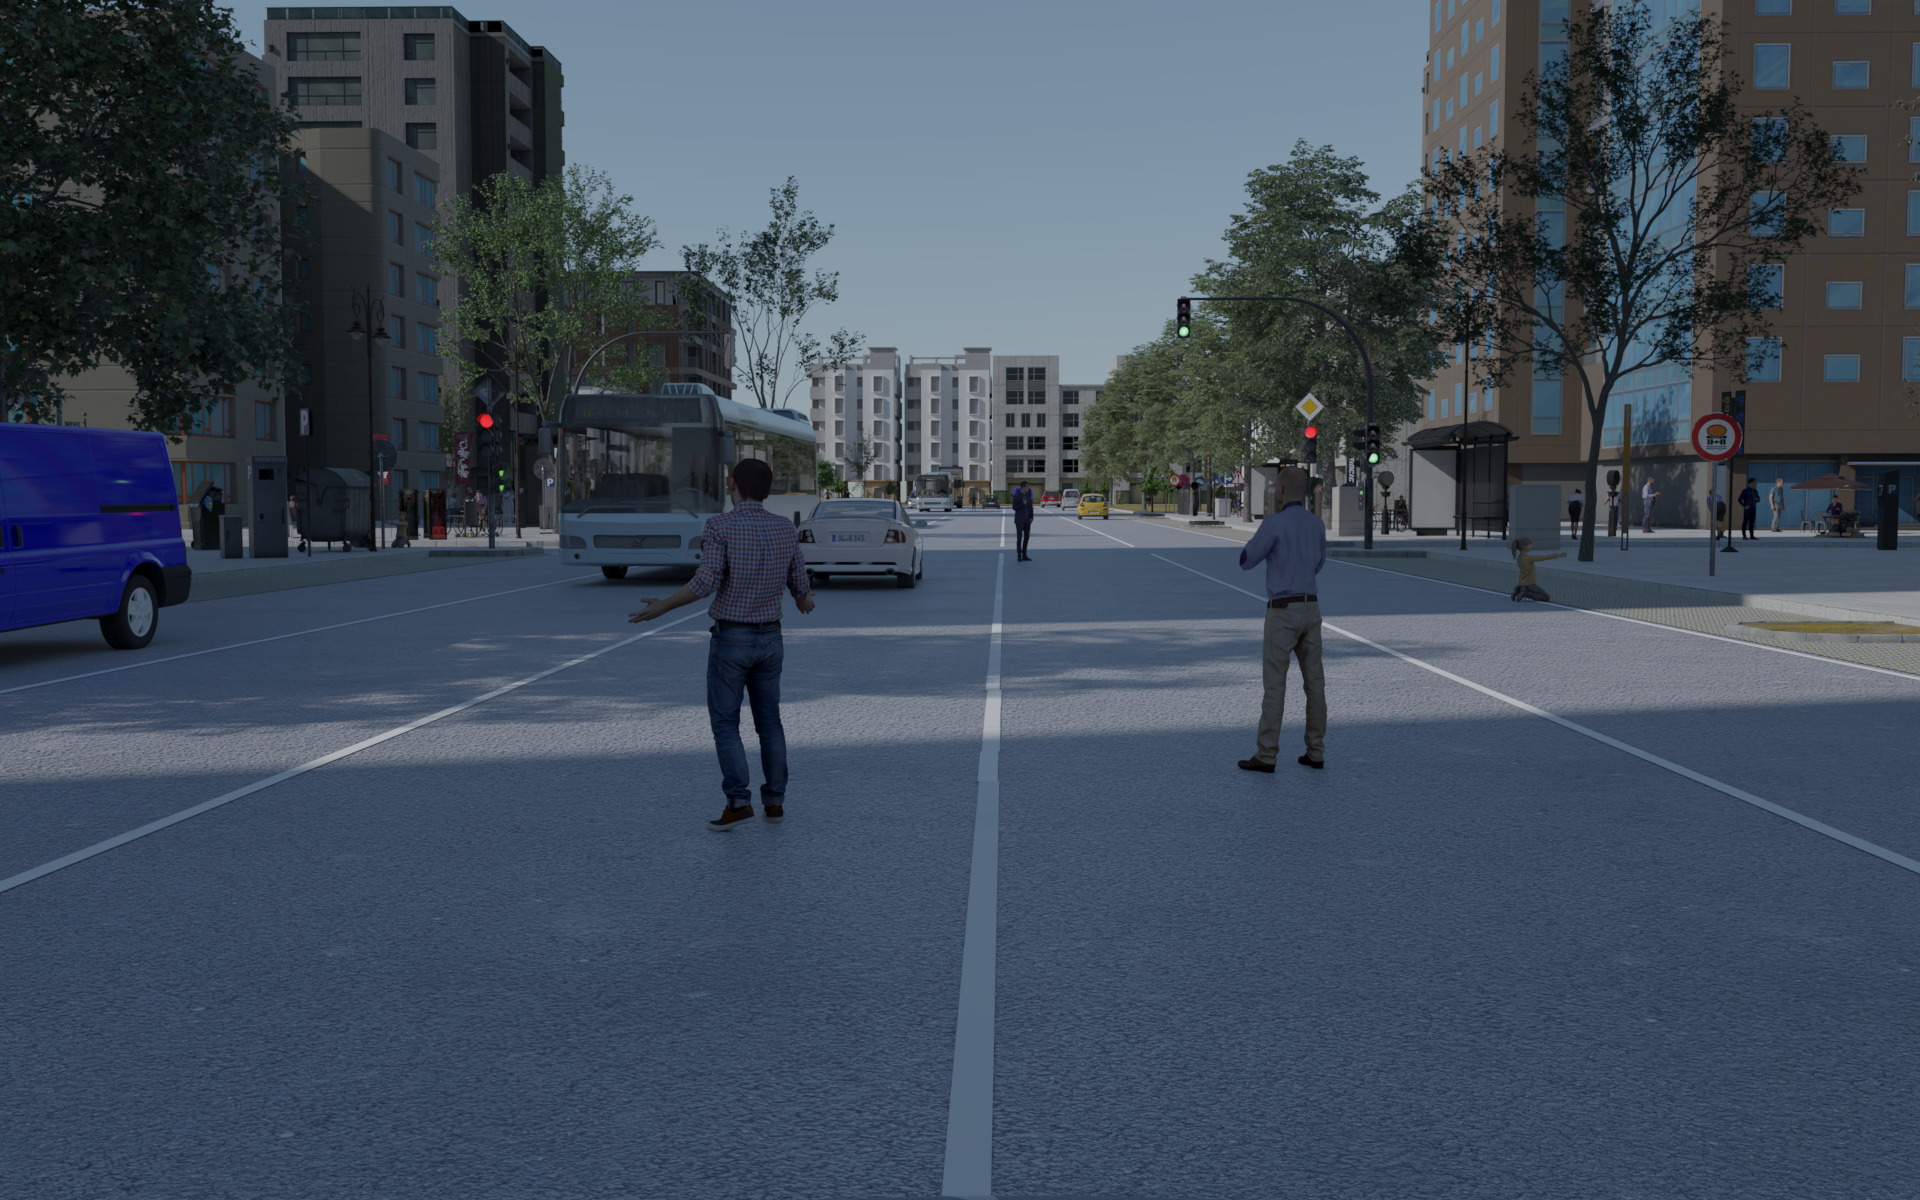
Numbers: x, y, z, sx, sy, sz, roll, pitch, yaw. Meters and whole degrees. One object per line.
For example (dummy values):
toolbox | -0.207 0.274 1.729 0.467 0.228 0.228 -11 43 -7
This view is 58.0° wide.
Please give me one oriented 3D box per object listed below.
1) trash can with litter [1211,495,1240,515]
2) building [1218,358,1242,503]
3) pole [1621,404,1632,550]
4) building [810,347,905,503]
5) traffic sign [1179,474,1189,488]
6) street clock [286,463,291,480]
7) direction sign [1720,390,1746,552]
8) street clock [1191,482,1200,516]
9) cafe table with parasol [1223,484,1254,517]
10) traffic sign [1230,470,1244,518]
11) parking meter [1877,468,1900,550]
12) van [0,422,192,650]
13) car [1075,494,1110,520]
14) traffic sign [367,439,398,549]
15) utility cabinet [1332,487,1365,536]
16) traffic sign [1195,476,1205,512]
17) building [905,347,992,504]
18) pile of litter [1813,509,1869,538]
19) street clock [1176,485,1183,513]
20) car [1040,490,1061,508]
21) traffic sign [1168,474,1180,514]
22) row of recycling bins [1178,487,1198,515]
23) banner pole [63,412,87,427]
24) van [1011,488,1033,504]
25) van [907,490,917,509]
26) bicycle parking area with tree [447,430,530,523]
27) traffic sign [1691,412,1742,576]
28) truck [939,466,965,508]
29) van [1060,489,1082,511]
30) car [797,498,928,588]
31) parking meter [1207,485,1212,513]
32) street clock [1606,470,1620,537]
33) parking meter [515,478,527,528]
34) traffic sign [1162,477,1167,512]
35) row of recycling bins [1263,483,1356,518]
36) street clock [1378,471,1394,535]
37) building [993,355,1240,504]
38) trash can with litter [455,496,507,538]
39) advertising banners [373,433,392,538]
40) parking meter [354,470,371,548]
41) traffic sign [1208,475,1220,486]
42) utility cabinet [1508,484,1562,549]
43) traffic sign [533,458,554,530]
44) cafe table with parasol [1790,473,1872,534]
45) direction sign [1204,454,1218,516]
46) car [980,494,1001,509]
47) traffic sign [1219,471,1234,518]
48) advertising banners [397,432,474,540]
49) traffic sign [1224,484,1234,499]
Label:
trash can with litter | 16.612 -5.916 107.780 2.233 1.210 1.678 1 4 15
building | 52.321 -23.787 232.886 32.646 21.610 27.936 0 4 1
pole | 15.142 -2.784 39.362 0.158 3.312 0.155 0 3 0
building | -13.715 -22.788 229.010 11.380 20.091 16.016 0 4 1
traffic sign | 14.311 -6.787 111.072 0.768 2.556 0.104 1 4 9
street clock | -14.894 -2.037 37.877 0.471 2.002 0.358 0 4 -1
direction sign | 16.981 -2.821 38.122 0.379 3.537 0.876 0 4 -7
street clock | 13.600 -5.852 100.249 0.471 2.002 0.358 2 4 34
cafe table with parasol | 16.310 -5.722 98.417 2.610 1.966 2.610 1 4 20
traffic sign | 14.988 -5.705 93.276 0.884 2.594 0.081 0 4 5
parking meter | 21.220 -2.073 39.612 0.399 1.863 0.255 0 4 0
van | -8.539 -0.611 14.380 2.240 2.365 5.245 0 4 2
car | 7.499 -5.357 97.802 2.015 1.641 3.980 0 4 3
traffic sign | -13.439 -2.458 40.287 0.768 2.556 0.104 1 4 10
utility cabinet | 11.705 -2.656 52.106 1.173 1.500 0.318 -2 4 -34
traffic sign | 16.950 -7.481 122.416 0.768 2.556 0.104 1 4 8
building | -1.468 -22.819 229.515 11.380 20.091 16.016 0 4 1
pile of litter | 25.885 -2.246 50.684 1.176 0.858 1.719 -1 4 -19
street clock | 15.238 -7.079 120.313 0.471 2.002 0.358 3 5 40
car | 9.673 -10.772 184.796 2.281 1.827 5.304 0 4 1
traffic sign | 13.707 -6.767 110.754 0.768 2.556 0.104 0 4 5
row of recycling bins | 14.149 -6.160 107.822 1.069 1.692 3.534 0 4 0
banner pole | -26.854 -3.840 52.802 0.401 3.779 0.863 2 4 35
van | 6.429 -10.627 178.134 2.240 2.365 5.245 0 4 0
van | -4.064 -9.780 166.916 2.013 2.044 4.112 0 4 3
bicycle parking area with tree | -20.637 -5.726 80.618 9.016 4.147 8.231 0 4 5
traffic sign | 11.784 -1.649 27.064 0.768 2.556 0.104 0 4 7
truck | -0.905 -11.579 178.227 2.839 4.237 11.283 0 4 0
van | 9.677 -8.781 150.579 2.013 2.044 4.112 0 4 3
car | -1.578 -0.940 27.735 2.083 1.381 4.827 0 4 1
parking meter | 16.832 -6.799 116.868 0.255 1.863 0.399 2 4 32
street clock | 19.707 -2.918 52.284 0.358 2.002 0.471 3 5 44
parking meter | -16.423 -3.614 64.802 0.399 1.863 0.255 -1 4 -21
traffic sign | 14.478 -7.435 121.666 0.768 2.556 0.104 0 4 6
row of recycling bins | 13.204 -3.550 65.159 3.534 1.692 1.069 0 4 6
street clock | 13.403 -3.057 54.549 0.471 2.002 0.358 -2 4 -25
building | 20.141 -22.175 229.021 31.486 18.905 16.747 0 4 1
trash can with litter | -14.293 -2.495 51.854 1.678 1.210 2.233 2 4 26
advertising banners | -15.959 -3.290 49.972 2.074 3.025 0.090 1 4 11
parking meter | -14.307 -2.184 41.416 0.255 1.863 0.399 3 5 44
traffic sign | 16.505 -6.885 112.668 0.768 2.556 0.104 0 4 6
utility cabinet | 13.199 -1.902 39.782 1.173 1.500 0.318 -1 4 -15
traffic sign | -14.682 -3.730 61.093 0.768 2.556 0.104 0 4 7
cafe table with parasol | 28.386 -3.155 56.447 2.610 1.966 2.610 1 4 12
direction sign | 14.308 -6.552 99.125 0.379 3.537 0.876 -1 4 -17
car | 2.978 -9.594 166.645 2.009 1.686 4.222 0 3 0
traffic sign | 14.296 -5.677 92.932 0.768 2.556 0.104 1 4 9
advertising banners | -14.638 -3.193 48.400 2.074 3.025 0.090 -1 4 -19
traffic sign | 15.666 -6.039 100.866 0.606 2.300 0.079 0 4 2
